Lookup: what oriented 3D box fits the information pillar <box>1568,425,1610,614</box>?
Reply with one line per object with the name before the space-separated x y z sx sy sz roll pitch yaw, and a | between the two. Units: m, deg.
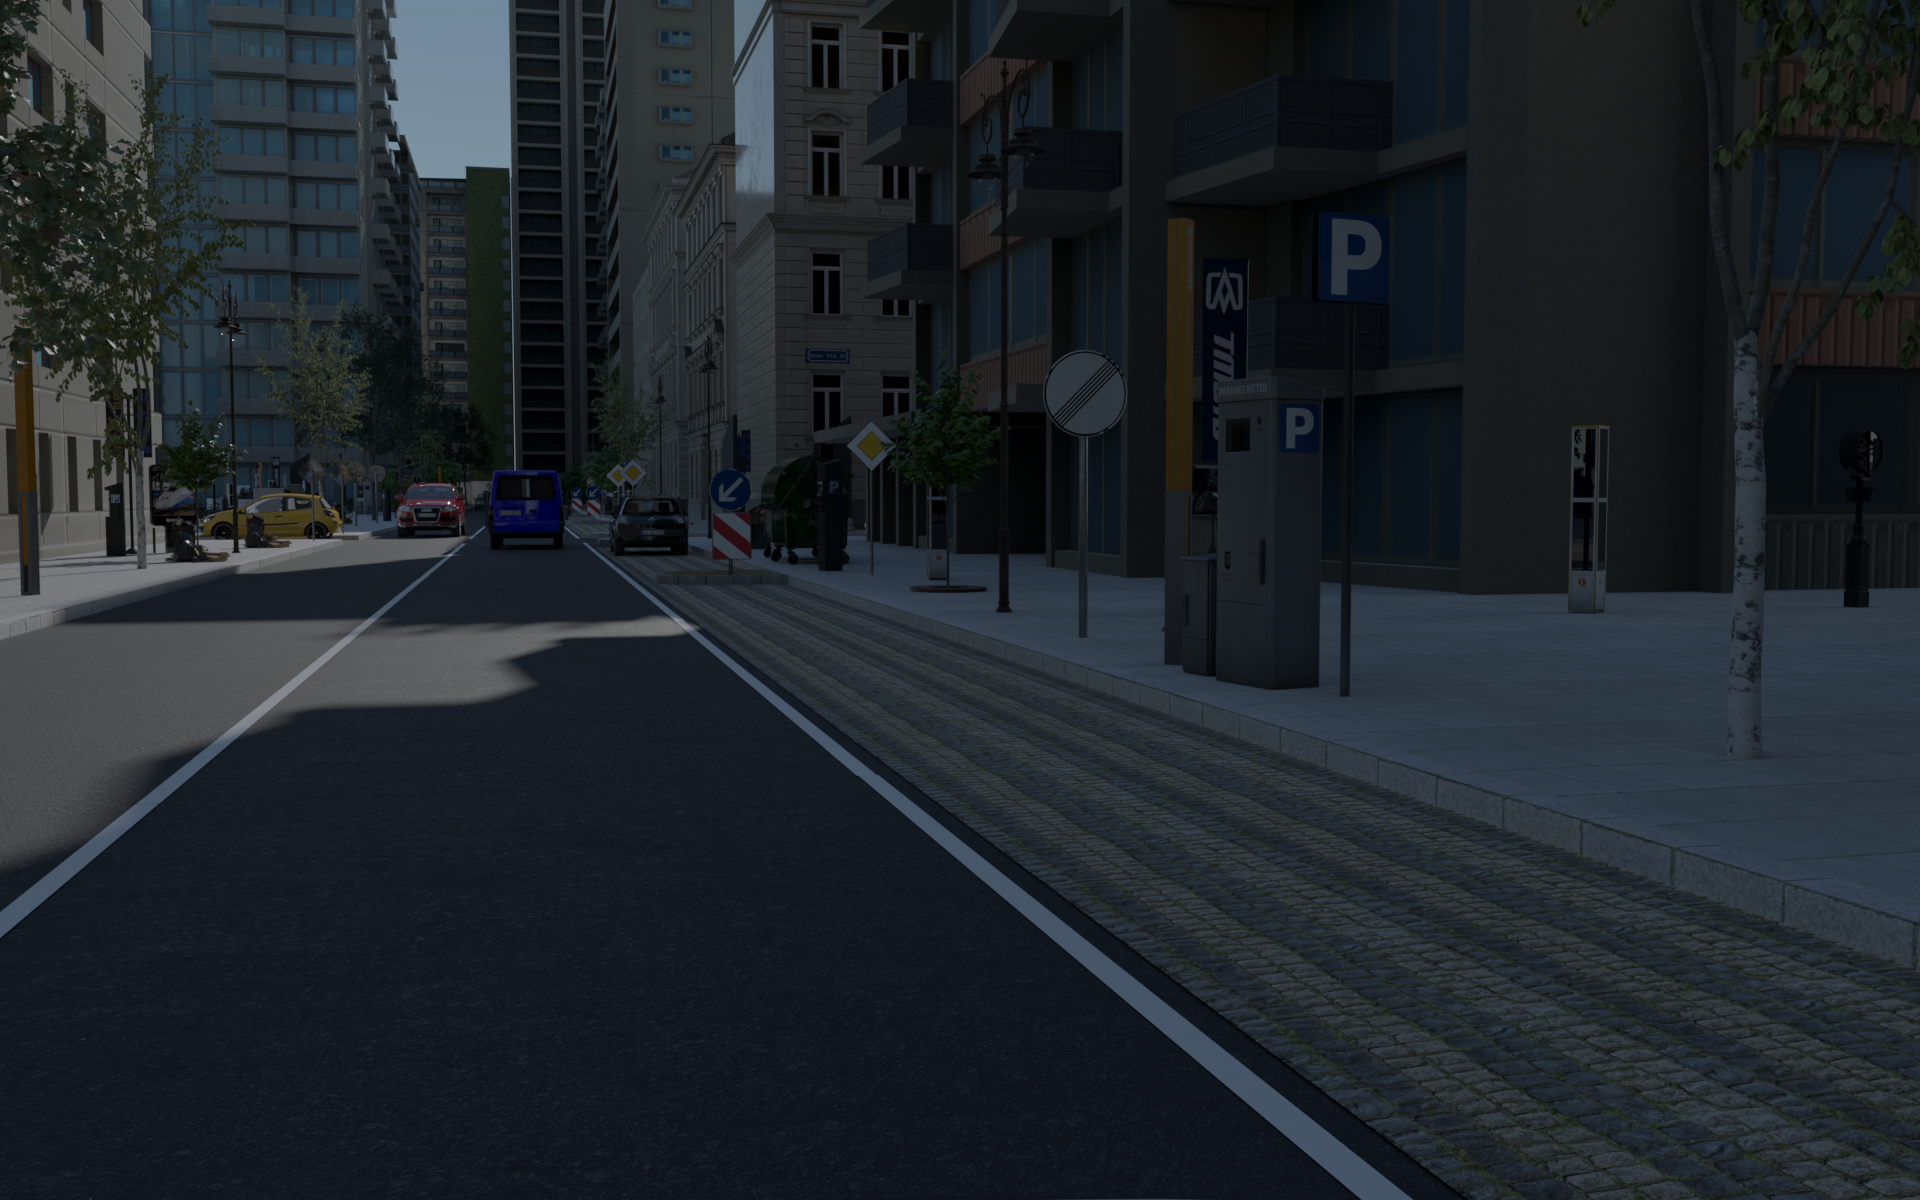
information pillar | 6.782 -0.868 18.689 0.304 2.012 0.304 3 5 41

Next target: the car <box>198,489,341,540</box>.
car | -20.671 -2.550 51.922 3.980 1.641 2.015 -1 4 -13

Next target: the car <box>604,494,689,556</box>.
car | -7.484 -1.938 41.481 2.009 1.686 4.222 -1 4 -13

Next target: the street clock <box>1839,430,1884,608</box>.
street clock | 10.172 -0.919 19.597 0.471 2.002 0.358 -2 4 -27

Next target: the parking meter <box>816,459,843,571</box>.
parking meter | -2.175 -1.416 28.858 0.399 1.863 0.255 -2 4 -33

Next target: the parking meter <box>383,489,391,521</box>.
parking meter | -27.088 -4.493 81.869 0.372 1.533 0.369 0 3 0

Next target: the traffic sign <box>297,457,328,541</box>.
traffic sign | -17.744 -2.683 47.504 0.795 2.450 0.064 -1 4 -14

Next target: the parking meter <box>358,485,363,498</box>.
parking meter | -39.286 -6.595 113.541 0.255 1.863 0.399 0 4 -5

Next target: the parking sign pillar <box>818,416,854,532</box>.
parking sign pillar | -4.374 -4.348 59.562 1.447 3.967 1.447 0 4 0

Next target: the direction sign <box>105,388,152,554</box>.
direction sign | -17.744 -2.755 37.036 0.876 3.537 0.379 -1 4 -20

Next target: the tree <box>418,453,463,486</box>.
tree | -44.409 -10.016 147.478 4.285 4.588 4.351 0 3 0

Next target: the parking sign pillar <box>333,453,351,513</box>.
parking sign pillar | -41.365 -7.772 115.549 1.447 3.967 1.447 -3 4 -38

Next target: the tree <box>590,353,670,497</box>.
tree | -17.440 -8.553 90.210 4.737 8.622 4.395 0 3 0

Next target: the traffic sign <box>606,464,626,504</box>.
traffic sign | -11.303 -3.284 57.330 0.795 2.450 0.064 -1 4 -14

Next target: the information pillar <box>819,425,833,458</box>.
information pillar | -4.488 -4.100 58.391 0.504 3.616 0.183 -1 4 -22

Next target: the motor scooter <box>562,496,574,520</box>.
motor scooter | -21.560 -5.021 94.878 0.815 1.314 1.986 -1 4 -13

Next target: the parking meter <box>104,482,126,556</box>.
parking meter | -17.444 -1.673 35.764 0.372 1.533 0.369 0 3 0

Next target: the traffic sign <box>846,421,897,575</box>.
traffic sign | -1.397 -1.600 27.340 0.795 2.450 0.064 -1 4 -9

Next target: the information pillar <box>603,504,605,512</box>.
information pillar | -25.898 -7.472 126.660 0.304 2.012 0.304 -3 4 -37

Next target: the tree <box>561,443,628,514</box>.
tree | -23.082 -7.896 112.808 4.285 4.588 4.351 0 3 0

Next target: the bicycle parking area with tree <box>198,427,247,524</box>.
bicycle parking area with tree | -34.184 -5.258 72.967 8.231 4.147 9.016 1 4 10

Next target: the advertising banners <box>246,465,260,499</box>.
advertising banners | -41.600 -6.471 101.989 0.090 3.025 2.074 0 4 -1

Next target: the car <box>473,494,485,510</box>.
car | -42.559 -8.781 155.359 2.131 1.459 4.920 -1 4 -15

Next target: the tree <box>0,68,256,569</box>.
tree | -14.270 -4.834 29.401 4.737 8.622 4.395 0 3 0

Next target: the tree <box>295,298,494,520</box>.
tree | -28.671 -9.125 83.600 8.767 10.594 7.601 2 4 32

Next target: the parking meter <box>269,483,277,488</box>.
parking meter | -36.491 -5.279 92.023 0.399 1.863 0.255 2 4 32

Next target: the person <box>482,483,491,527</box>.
person | -20.264 -4.079 74.558 0.474 1.900 0.648 0 4 5

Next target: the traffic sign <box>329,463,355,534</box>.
traffic sign | -19.692 -3.156 55.249 0.795 2.450 0.064 -1 4 -14

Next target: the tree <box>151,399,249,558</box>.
tree | -15.667 -2.491 35.334 1.663 3.219 1.824 0 3 0

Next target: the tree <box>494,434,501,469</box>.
tree | -31.643 -10.034 98.472 8.767 10.594 7.601 3 4 39

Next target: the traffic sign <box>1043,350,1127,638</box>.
traffic sign | 1.100 -0.936 15.414 0.768 2.556 0.104 -1 4 -10

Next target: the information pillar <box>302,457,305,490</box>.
information pillar | -41.010 -7.150 108.260 0.183 3.616 0.504 -2 4 -27

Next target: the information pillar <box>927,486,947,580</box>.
information pillar | -0.330 -1.304 25.811 0.304 2.012 0.304 -1 4 -9

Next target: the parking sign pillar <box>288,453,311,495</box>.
parking sign pillar | -42.800 -7.567 112.199 1.447 3.967 1.447 -3 4 -38

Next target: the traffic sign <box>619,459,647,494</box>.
traffic sign | -9.355 -2.810 49.585 0.795 2.450 0.064 -1 4 -14

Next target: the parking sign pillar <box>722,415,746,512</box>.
parking sign pillar | -7.777 -4.345 59.509 1.447 3.967 1.447 -2 4 -25

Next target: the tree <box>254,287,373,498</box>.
tree | -22.648 -6.779 61.201 4.360 8.622 3.978 0 3 0

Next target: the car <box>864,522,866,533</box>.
car | -0.713 -2.690 56.338 4.827 1.381 2.083 -1 4 -14

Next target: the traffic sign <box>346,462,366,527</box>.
traffic sign | -23.703 -4.149 67.939 0.768 2.556 0.104 -1 4 -14

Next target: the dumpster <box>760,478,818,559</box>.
dumpster | -3.217 -1.747 34.323 1.264 1.857 1.865 -1 4 -14

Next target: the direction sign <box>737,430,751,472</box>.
direction sign | -7.783 -4.225 61.077 0.876 3.537 0.379 -2 4 -30

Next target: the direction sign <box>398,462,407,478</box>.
direction sign | -39.933 -8.079 124.087 0.876 3.537 0.379 2 4 34

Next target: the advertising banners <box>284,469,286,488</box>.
advertising banners | -47.511 -7.711 122.268 0.090 3.025 2.074 -2 4 -30

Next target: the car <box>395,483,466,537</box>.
car | -18.040 -3.092 59.220 2.281 1.827 5.304 -1 4 -13

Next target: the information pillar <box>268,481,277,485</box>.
information pillar | -37.614 -5.524 94.807 0.304 2.012 0.304 1 4 19

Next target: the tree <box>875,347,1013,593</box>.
tree | -0.176 -1.737 23.002 1.663 3.219 1.824 0 3 0

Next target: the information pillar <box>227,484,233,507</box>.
information pillar | -51.493 -7.198 122.173 0.304 2.012 0.304 2 4 35

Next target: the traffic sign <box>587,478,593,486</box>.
traffic sign | -27.012 -7.774 127.204 0.768 2.556 0.104 0 4 -6

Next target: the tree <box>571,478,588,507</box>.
tree | -38.570 -11.181 177.417 1.663 3.219 1.824 0 3 0

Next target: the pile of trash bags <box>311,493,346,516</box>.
pile of trash bags | -35.250 -5.150 93.950 1.912 1.369 3.447 3 5 39

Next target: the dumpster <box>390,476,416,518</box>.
dumpster | -29.615 -5.510 92.574 1.502 2.255 1.985 -1 4 -14

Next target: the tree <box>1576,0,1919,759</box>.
tree | 3.888 -3.524 7.976 4.737 8.622 4.395 0 3 0

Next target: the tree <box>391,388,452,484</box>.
tree | -34.438 -9.822 110.957 4.737 8.622 4.395 0 3 0

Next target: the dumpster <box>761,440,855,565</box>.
dumpster | -2.822 -1.813 32.138 1.502 2.255 1.985 -1 4 -14

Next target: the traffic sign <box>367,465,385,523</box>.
traffic sign | -25.438 -4.612 75.516 0.768 2.556 0.104 0 4 -4

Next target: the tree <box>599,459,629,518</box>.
tree | -20.815 -6.740 104.804 1.663 3.219 1.824 0 3 0

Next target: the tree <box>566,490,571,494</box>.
tree | -45.700 -12.786 203.644 1.663 3.219 1.824 0 3 0

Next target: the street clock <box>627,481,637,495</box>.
street clock | -15.658 -4.779 82.706 0.471 2.002 0.358 -1 4 -14
